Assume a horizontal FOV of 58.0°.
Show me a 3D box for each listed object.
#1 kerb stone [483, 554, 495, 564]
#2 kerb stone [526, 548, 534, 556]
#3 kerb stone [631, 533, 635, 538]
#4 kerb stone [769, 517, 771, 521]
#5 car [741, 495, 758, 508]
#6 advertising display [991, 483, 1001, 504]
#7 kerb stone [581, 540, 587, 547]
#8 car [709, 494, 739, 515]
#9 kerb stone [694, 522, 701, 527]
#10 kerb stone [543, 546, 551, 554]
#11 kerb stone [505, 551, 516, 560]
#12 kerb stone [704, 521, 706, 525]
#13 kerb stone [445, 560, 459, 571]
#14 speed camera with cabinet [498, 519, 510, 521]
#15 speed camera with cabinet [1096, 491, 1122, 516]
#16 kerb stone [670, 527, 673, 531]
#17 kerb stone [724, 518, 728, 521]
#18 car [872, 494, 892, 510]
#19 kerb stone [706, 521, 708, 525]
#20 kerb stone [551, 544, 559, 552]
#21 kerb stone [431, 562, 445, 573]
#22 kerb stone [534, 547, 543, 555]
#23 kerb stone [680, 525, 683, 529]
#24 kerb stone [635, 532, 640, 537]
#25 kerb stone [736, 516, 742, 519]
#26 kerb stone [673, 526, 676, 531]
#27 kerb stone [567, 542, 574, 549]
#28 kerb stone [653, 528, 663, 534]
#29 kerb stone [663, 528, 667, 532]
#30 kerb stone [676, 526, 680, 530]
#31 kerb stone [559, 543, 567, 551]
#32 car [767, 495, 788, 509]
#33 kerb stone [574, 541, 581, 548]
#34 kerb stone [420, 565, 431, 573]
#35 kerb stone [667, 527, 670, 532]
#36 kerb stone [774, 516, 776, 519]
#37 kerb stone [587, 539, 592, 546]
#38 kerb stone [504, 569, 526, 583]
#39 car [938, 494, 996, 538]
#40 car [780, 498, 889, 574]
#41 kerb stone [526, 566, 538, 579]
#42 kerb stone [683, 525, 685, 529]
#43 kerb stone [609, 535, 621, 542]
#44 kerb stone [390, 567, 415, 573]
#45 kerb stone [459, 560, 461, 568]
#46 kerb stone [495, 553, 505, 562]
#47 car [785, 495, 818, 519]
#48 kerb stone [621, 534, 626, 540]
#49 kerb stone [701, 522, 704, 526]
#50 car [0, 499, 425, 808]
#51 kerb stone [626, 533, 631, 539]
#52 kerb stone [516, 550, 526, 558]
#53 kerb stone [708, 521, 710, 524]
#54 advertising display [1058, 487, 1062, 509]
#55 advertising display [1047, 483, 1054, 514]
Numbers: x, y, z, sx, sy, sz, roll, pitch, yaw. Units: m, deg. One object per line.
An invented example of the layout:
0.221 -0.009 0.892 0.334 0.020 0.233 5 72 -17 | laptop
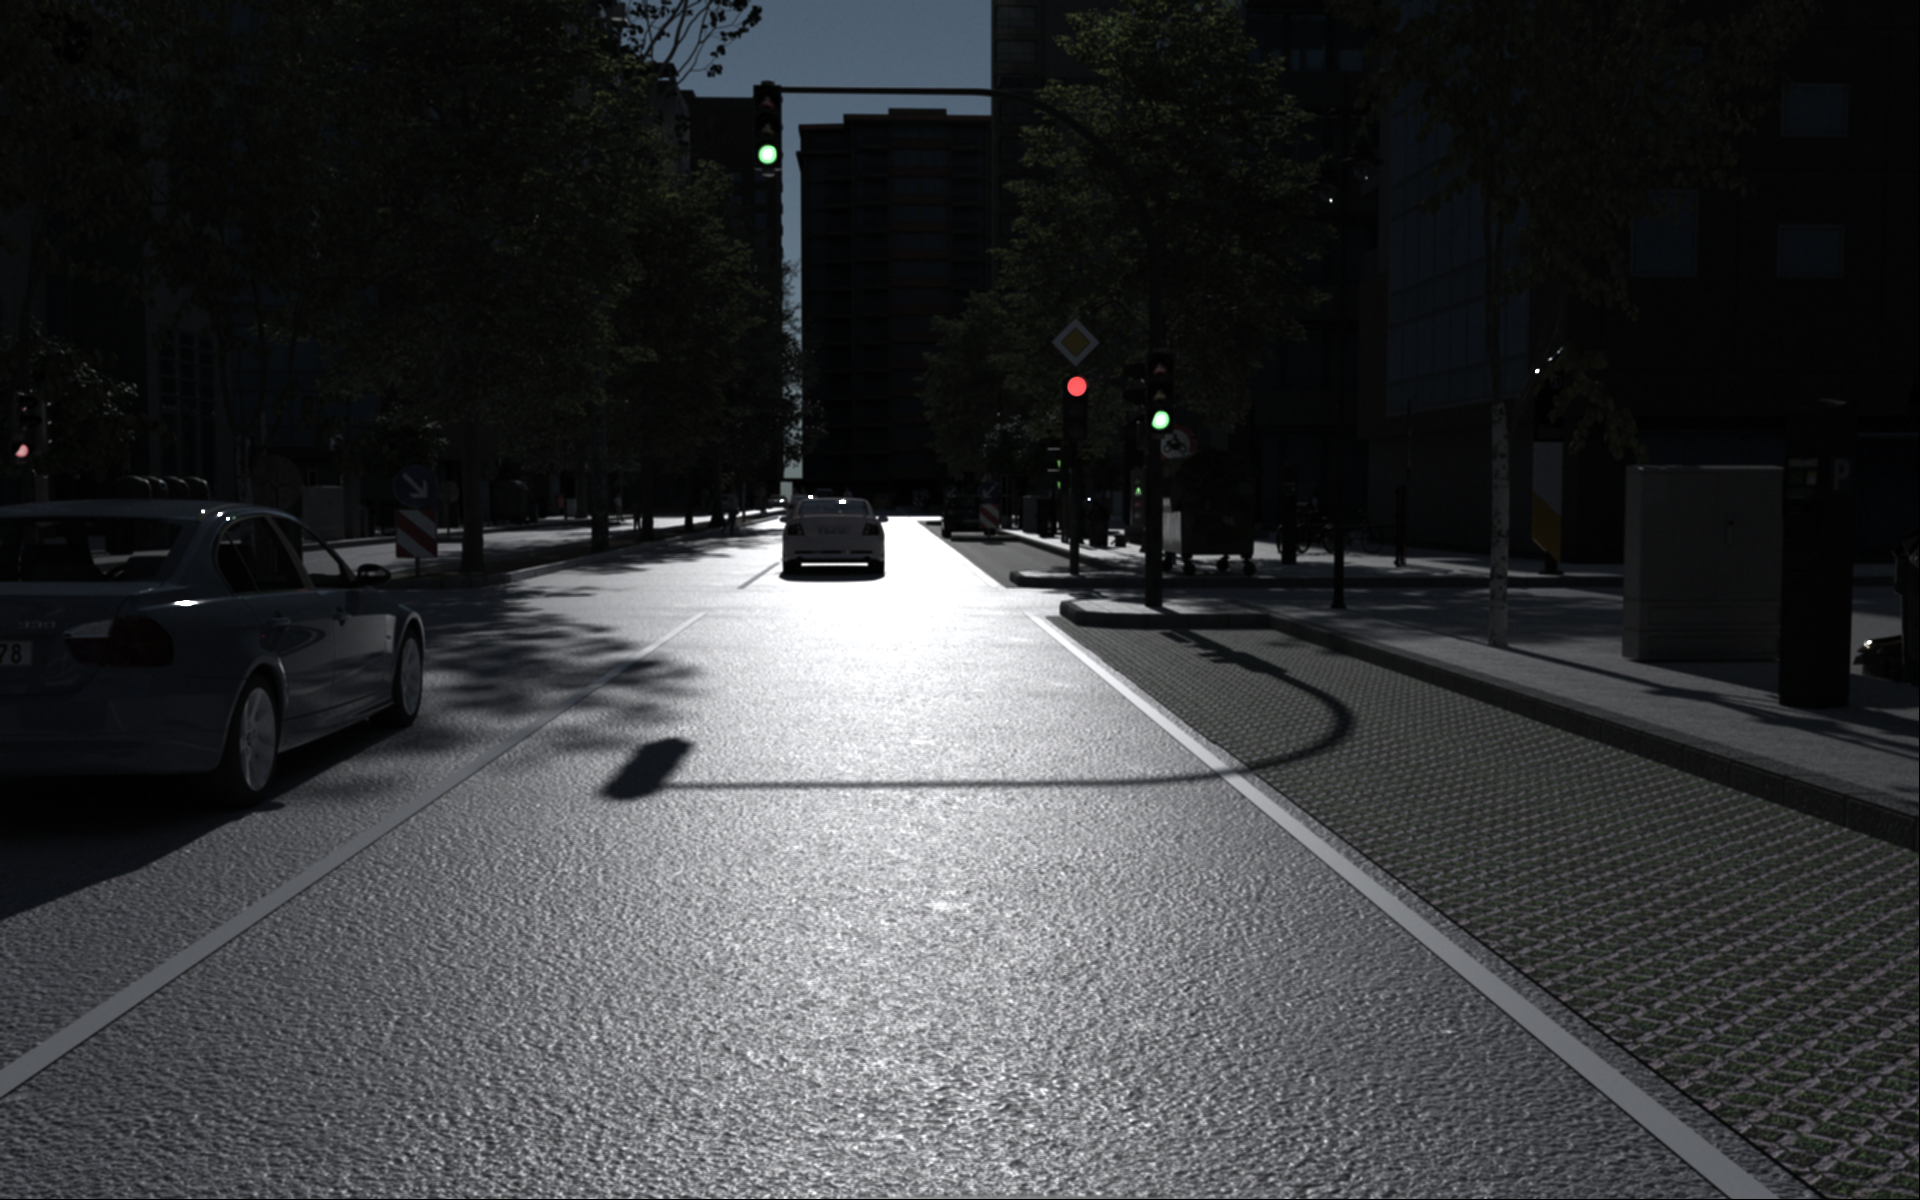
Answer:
-9.759 -0.812 35.503 0.120 0.150 1.000 0 4 -3 | kerb stone
-9.946 -1.064 39.587 0.120 0.150 1.000 0 4 -3 | kerb stone
-10.703 -2.066 55.968 0.120 0.150 1.000 0 4 -3 | kerb stone
-10.260 -4.261 91.861 0.120 0.150 1.000 0 4 -3 | kerb stone
-21.189 -9.967 175.534 1.945 1.354 3.894 0 4 -3 | car
1.840 -4.505 78.866 0.974 1.923 0.123 2 4 34 | advertising display
-10.285 -1.498 46.761 0.120 0.150 1.000 0 4 -3 | kerb stone
-16.349 -6.616 120.173 2.014 1.417 4.499 0 4 -1 | car
-11.643 -3.319 76.463 0.120 0.150 1.000 0 4 -3 | kerb stone
-10.039 -1.189 41.632 0.120 0.150 1.000 0 4 -3 | kerb stone
-9.849 -0.939 37.545 0.120 0.150 1.000 0 4 -3 | kerb stone
-11.744 -3.444 78.512 0.120 0.150 1.000 0 4 -3 | kerb stone
-9.614 -0.626 32.423 0.120 0.150 1.000 0 4 -3 | kerb stone
-22.183 -5.492 84.129 0.660 3.252 2.038 -1 4 -16 | speed camera with cabinet
9.060 -6.590 102.078 2.038 3.252 0.660 2 4 25 | speed camera with cabinet
-11.182 -2.693 66.219 0.120 0.150 1.000 0 4 -3 | kerb stone
-12.408 -4.320 92.834 0.120 0.150 1.000 0 4 -3 | kerb stone
-7.094 -9.127 159.458 2.015 1.641 3.980 0 4 -2 | car
-11.789 -3.507 79.533 0.120 0.150 1.000 0 4 -3 | kerb stone
-10.088 -1.252 42.658 0.120 0.150 1.000 0 4 -3 | kerb stone
-9.569 -0.563 31.402 0.120 0.150 1.000 0 4 -3 | kerb stone
-9.997 -1.126 40.608 0.120 0.150 1.000 0 4 -3 | kerb stone
-11.316 -2.880 69.291 0.120 0.150 1.000 0 4 -3 | kerb stone
-10.749 -2.126 56.989 0.120 0.150 1.000 0 4 -3 | kerb stone
-12.739 -4.759 100.003 0.120 0.150 1.000 0 4 -3 | kerb stone
-11.226 -2.756 67.248 0.120 0.150 1.000 0 4 -3 | kerb stone
-10.180 -1.373 44.701 0.120 0.150 1.000 0 4 -3 | kerb stone
-11.029 -2.504 63.139 0.120 0.150 1.000 0 4 -3 | kerb stone
-11.077 -2.564 64.163 0.120 0.150 1.000 0 4 -3 | kerb stone
-11.273 -2.818 68.269 0.120 0.150 1.000 0 4 -3 | kerb stone
-10.135 -1.314 43.680 0.120 0.150 1.000 0 4 -3 | kerb stone
-17.802 -9.588 169.125 2.083 1.381 4.827 0 4 -3 | car
-10.227 -1.439 45.728 0.120 0.150 1.000 0 4 -3 | kerb stone
-9.522 -0.500 30.373 0.120 0.150 1.000 0 4 -3 | kerb stone
-11.127 -2.629 65.186 0.120 0.150 1.000 0 4 -3 | kerb stone
-10.449 -4.511 95.953 0.120 0.150 1.000 0 4 -3 | kerb stone
-10.320 -1.565 47.788 0.120 0.150 1.000 0 4 -3 | kerb stone
-7.324 -0.381 28.431 0.120 0.150 1.000 0 4 -3 | kerb stone
0.264 -2.959 58.163 2.009 1.686 4.222 0 4 -2 | car
-2.374 -1.241 32.657 2.083 1.381 4.827 0 4 -4 | car
-7.384 -0.444 29.452 0.120 0.150 1.000 0 4 -3 | kerb stone
-11.367 -2.936 70.323 0.120 0.150 1.000 0 4 -3 | kerb stone
-10.564 -1.875 52.901 0.120 0.150 1.000 0 4 -3 | kerb stone
-9.480 -0.436 29.339 0.120 0.150 1.000 0 4 -3 | kerb stone
-9.659 -0.688 33.448 0.120 0.150 1.000 0 4 -3 | kerb stone
-9.809 -0.876 36.524 0.120 0.150 1.000 0 4 -3 | kerb stone
-7.907 -4.652 88.418 2.083 1.381 4.827 0 4 -4 | car
-10.608 -1.941 53.924 0.120 0.150 1.000 0 4 -3 | kerb stone
-11.696 -3.382 77.486 0.120 0.150 1.000 0 4 -3 | kerb stone
-4.155 0.175 9.143 2.014 1.417 4.499 0 4 -3 | car
-10.659 -2.001 54.947 0.120 0.150 1.000 0 4 -3 | kerb stone
-9.893 -1.001 38.567 0.120 0.150 1.000 0 4 -3 | kerb stone
-11.831 -3.560 80.566 0.120 0.150 1.000 0 4 -3 | kerb stone
4.598 -4.547 79.564 0.123 1.923 0.974 0 4 -1 | advertising display
5.260 -5.837 100.643 0.123 1.923 0.974 -1 4 -15 | advertising display
